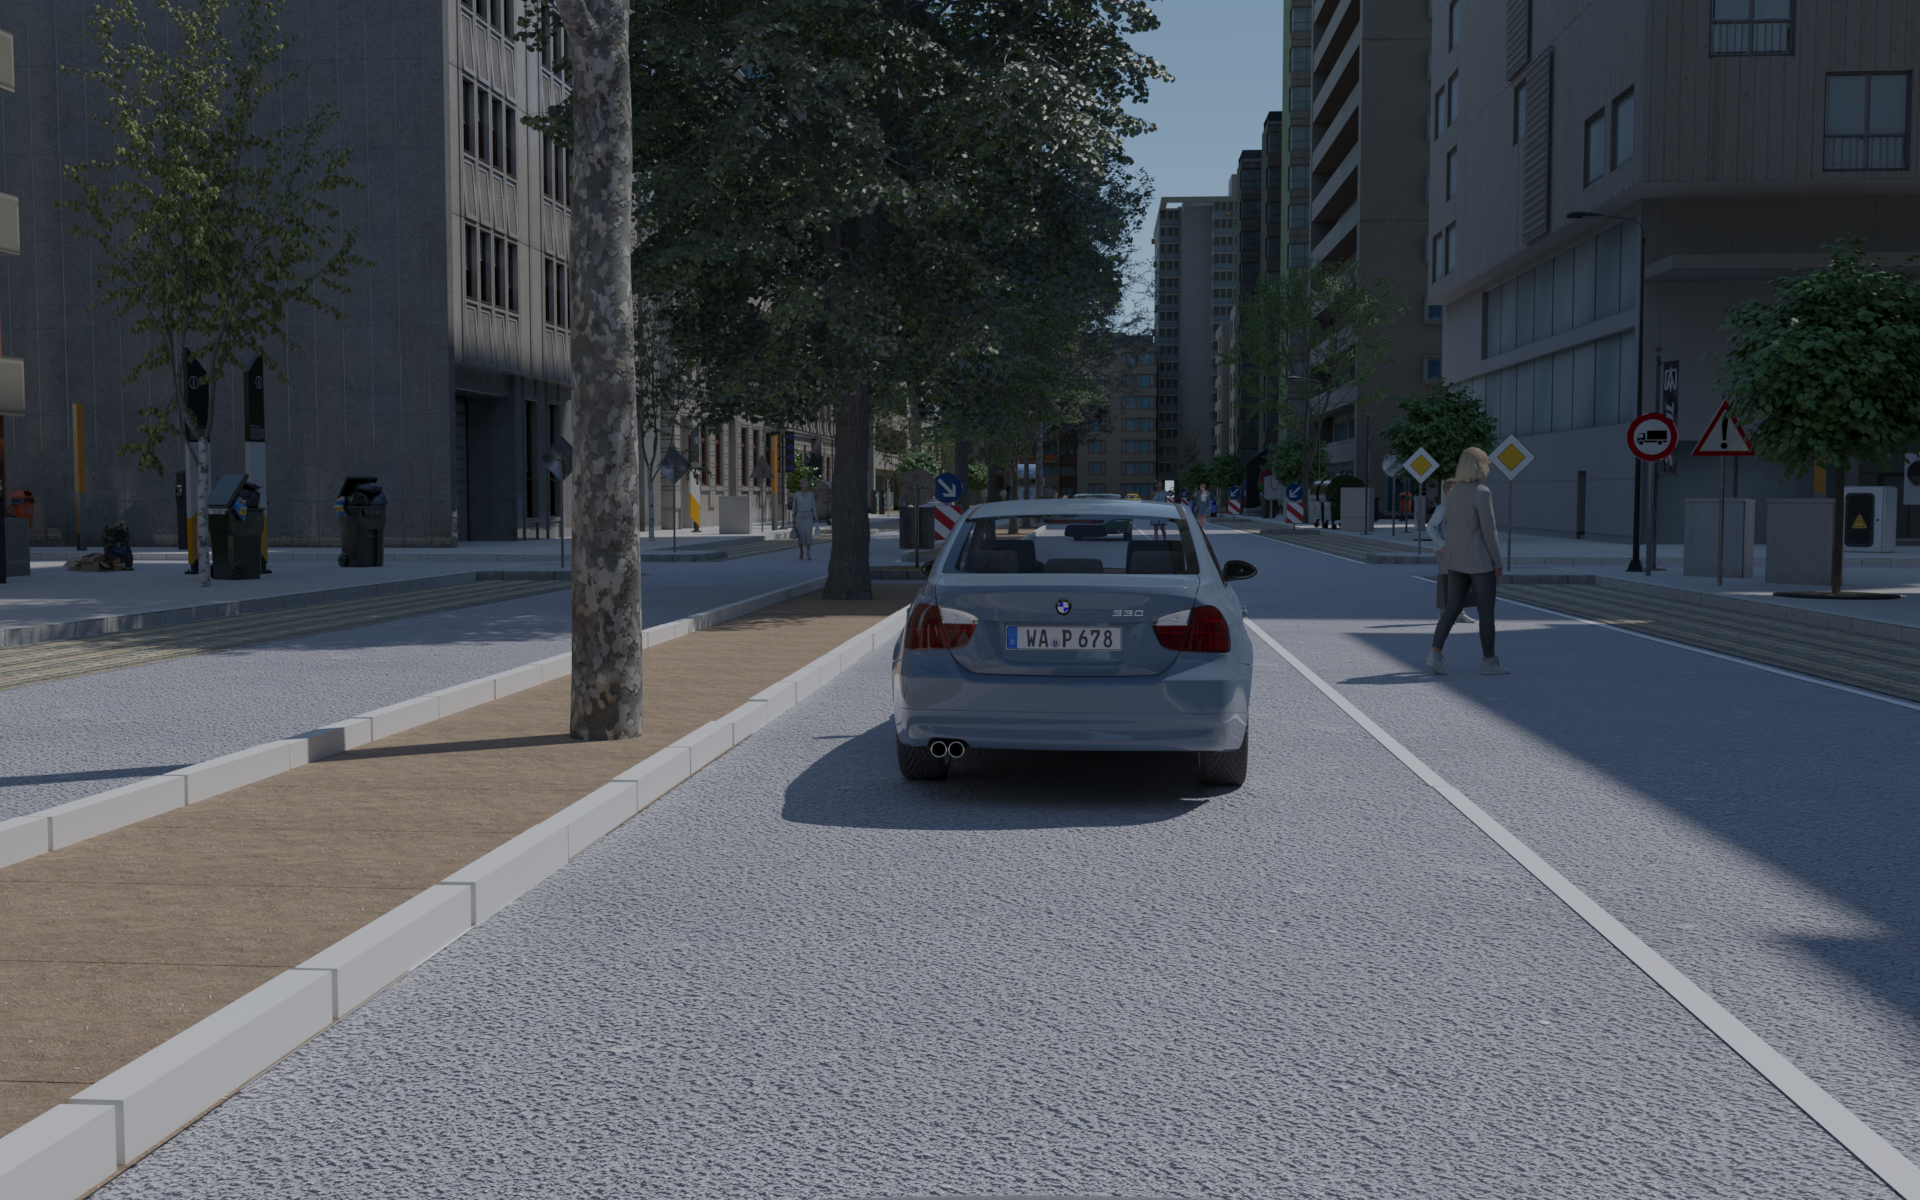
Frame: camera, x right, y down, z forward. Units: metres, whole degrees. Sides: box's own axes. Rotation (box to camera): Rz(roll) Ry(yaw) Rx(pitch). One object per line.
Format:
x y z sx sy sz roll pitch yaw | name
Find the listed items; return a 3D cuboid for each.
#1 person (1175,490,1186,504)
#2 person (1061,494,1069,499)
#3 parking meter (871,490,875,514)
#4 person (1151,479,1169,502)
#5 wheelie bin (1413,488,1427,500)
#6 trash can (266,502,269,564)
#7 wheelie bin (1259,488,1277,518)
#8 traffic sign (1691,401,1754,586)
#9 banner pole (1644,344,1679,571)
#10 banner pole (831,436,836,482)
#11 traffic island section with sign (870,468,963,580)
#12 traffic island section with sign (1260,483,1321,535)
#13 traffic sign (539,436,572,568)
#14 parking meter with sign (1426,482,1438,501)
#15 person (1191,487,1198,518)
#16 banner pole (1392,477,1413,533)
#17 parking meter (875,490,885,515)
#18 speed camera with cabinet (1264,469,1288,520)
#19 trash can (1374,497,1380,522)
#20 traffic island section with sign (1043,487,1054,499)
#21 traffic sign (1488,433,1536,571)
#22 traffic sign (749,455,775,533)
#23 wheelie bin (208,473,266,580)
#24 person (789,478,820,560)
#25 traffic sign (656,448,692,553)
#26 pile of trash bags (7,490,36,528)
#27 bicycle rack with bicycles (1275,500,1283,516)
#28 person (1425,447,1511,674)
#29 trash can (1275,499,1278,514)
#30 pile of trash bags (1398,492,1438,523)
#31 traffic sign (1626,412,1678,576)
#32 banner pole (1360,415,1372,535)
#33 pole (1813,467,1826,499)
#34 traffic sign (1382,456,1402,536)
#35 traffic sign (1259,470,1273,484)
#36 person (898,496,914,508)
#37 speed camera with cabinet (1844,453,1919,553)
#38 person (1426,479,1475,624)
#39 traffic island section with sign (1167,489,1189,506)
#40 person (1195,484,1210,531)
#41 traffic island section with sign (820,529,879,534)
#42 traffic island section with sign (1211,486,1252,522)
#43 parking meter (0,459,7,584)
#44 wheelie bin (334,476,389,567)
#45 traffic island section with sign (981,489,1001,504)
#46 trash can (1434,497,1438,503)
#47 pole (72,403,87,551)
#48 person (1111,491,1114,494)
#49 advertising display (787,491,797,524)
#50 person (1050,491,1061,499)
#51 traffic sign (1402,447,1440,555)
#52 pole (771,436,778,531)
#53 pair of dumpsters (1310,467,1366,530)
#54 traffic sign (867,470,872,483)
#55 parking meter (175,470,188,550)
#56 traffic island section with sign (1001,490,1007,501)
18.430 -8.267 144.382 1.217 1.735 0.721 -2 4 -27 | person
8.957 -8.344 148.108 0.799 1.438 0.628 -2 4 -33 | person
-5.452 -6.198 109.743 0.372 1.533 0.369 0 3 0 | parking meter
5.173 -2.239 45.199 0.616 1.811 0.778 1 4 23 | person
22.704 -4.707 84.860 0.980 1.594 0.693 1 4 16 | wheelie bin
-12.400 -1.129 30.121 0.748 1.137 0.748 0 3 0 | trash can
16.216 -5.102 91.330 0.980 1.594 0.693 -1 4 -17 | wheelie bin
10.643 -1.479 24.190 0.884 2.594 0.081 0 4 5 | traffic sign
11.700 -2.372 28.794 0.401 3.779 0.863 0 4 -8 | banner pole
-5.355 -5.172 74.582 0.401 3.779 0.863 -3 5 -43 | banner pole
-0.808 -1.324 29.786 2.006 1.907 1.989 0 4 5 | traffic island section with sign
11.768 -3.259 61.917 1.989 1.847 2.006 0 4 5 | traffic island section with sign
-6.887 -1.610 29.968 0.795 2.450 0.064 0 4 5 | traffic sign
22.301 -5.214 81.517 1.738 3.016 0.543 1 4 18 | parking meter with sign
13.268 -5.442 97.435 0.622 1.834 0.822 1 4 19 | person
14.598 -4.111 57.228 0.863 3.779 0.401 -2 4 -27 | banner pole
-4.836 -6.038 107.135 0.372 1.533 0.369 0 3 0 | parking meter
16.345 -5.674 87.104 2.038 3.252 0.660 -1 4 -15 | speed camera with cabinet
18.822 -4.127 79.131 0.748 1.137 0.748 0 3 0 | trash can
5.700 -6.357 112.075 2.006 1.907 1.989 0 4 5 | traffic island section with sign
9.106 -1.532 28.688 0.795 2.450 0.064 0 4 5 | traffic sign
-6.597 -3.531 57.737 0.884 2.594 0.081 1 4 9 | traffic sign
-10.928 -1.114 26.124 0.980 1.594 0.693 2 4 35 | wheelie bin
-3.358 -1.768 37.754 0.694 1.780 0.624 0 4 6 | person
-6.257 -2.097 37.928 0.795 2.450 0.064 0 4 5 | traffic sign
-22.438 -1.843 39.882 1.912 1.369 3.447 0 4 2 | pile of trash bags
19.476 -5.534 103.855 2.852 0.926 2.925 0 4 1 | bicycle rack with bicycles
4.002 -0.312 13.790 0.728 1.800 0.709 -1 4 -22 | person
19.153 -5.782 106.184 0.748 1.137 0.748 0 3 0 | trash can
20.862 -4.086 76.562 1.912 1.369 3.447 -3 5 -40 | pile of trash bags
10.797 -1.650 27.092 0.768 2.556 0.104 1 4 11 | traffic sign
12.982 -3.981 55.114 0.401 3.779 0.863 1 4 23 | banner pole
13.838 -2.080 27.859 0.158 3.312 0.155 0 3 0 | pole
13.214 -3.218 52.717 0.768 2.556 0.104 1 4 10 | traffic sign
16.520 -5.704 93.371 0.768 2.556 0.104 0 4 6 | traffic sign
-2.735 -4.725 86.022 0.850 1.792 0.678 3 4 39 | person
20.156 -2.634 37.399 0.660 3.252 2.038 -2 4 -35 | speed camera with cabinet
5.426 -0.540 19.142 0.589 1.601 0.330 -2 4 -25 | person
17.798 -7.928 138.256 1.989 1.847 2.006 0 4 5 | traffic island section with sign
9.499 -3.614 67.606 0.581 1.822 0.654 2 4 25 | person
-3.991 -3.310 62.745 1.989 1.847 2.006 0 4 5 | traffic island section with sign
13.885 -4.903 88.789 1.989 1.847 2.006 0 4 5 | traffic island section with sign
-13.866 -1.166 24.783 0.399 1.863 0.255 3 5 42 | parking meter
-10.511 -1.385 30.548 0.693 1.594 0.980 2 4 34 | wheelie bin
2.080 -8.007 139.535 1.989 1.847 2.006 0 4 5 | traffic island section with sign
21.851 -4.088 78.488 0.748 1.137 0.748 0 3 0 | trash can
-19.851 -2.765 39.052 0.158 3.312 0.155 0 3 0 | pole
16.075 -10.669 183.760 0.721 1.723 1.217 -1 4 -22 | person
-6.879 -4.198 73.843 0.974 1.923 0.123 0 4 4 | advertising display
10.269 -10.901 186.825 1.348 1.812 0.705 0 4 0 | person
9.736 -2.019 36.648 0.795 2.450 0.064 0 4 5 | traffic sign
-6.522 -4.098 60.850 0.158 3.312 0.155 0 3 0 | pole
14.030 -3.776 64.227 1.574 2.255 4.437 0 4 5 | pair of dumpsters
-4.821 -5.343 87.469 0.768 2.556 0.104 1 4 8 | traffic sign
-17.808 -2.090 39.875 0.255 1.863 0.399 2 4 30 | parking meter
4.254 -9.685 166.974 1.989 1.847 2.006 0 4 5 | traffic island section with sign
